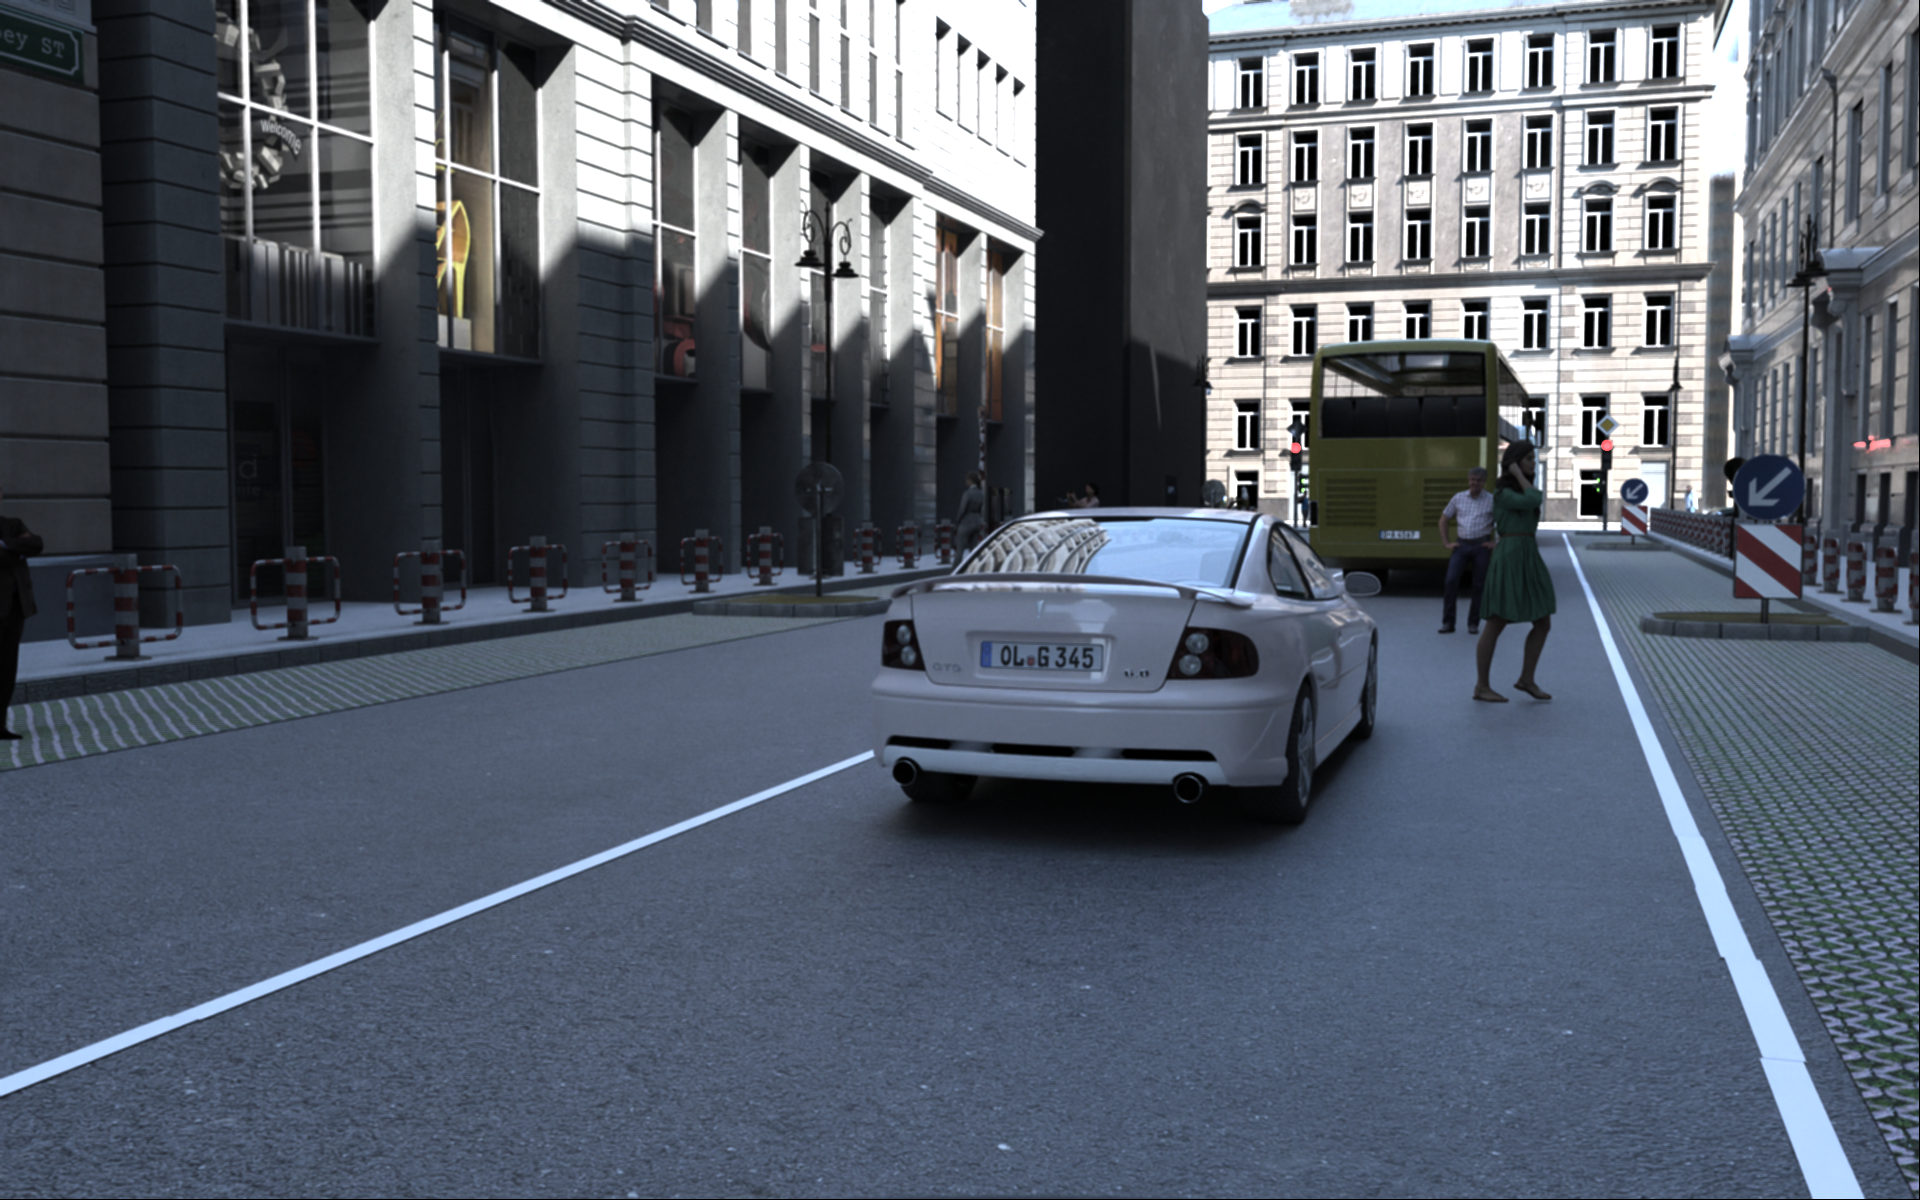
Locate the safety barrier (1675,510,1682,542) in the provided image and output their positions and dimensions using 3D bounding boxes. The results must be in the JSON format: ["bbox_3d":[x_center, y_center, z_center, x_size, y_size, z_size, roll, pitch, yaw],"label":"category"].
[{"bbox_3d":[19.308,-1.946,46.094,0.300,0.817,1.120,1,4,19],"label":"safety barrier"}]

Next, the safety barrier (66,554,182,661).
[{"bbox_3d":[-6.436,0.055,13.376,0.300,0.817,1.120,1,4,19],"label":"safety barrier"}]

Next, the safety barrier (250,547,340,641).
[{"bbox_3d":[-5.821,-0.057,15.203,0.300,0.817,1.120,1,4,19],"label":"safety barrier"}]

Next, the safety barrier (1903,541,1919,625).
[{"bbox_3d":[9.425,-0.164,16.954,0.300,0.817,1.120,1,4,19],"label":"safety barrier"}]

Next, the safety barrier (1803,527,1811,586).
[{"bbox_3d":[11.899,-0.609,24.238,0.300,0.817,1.120,1,4,19],"label":"safety barrier"}]

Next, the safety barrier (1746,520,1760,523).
[{"bbox_3d":[13.752,-0.944,29.715,0.300,0.817,1.120,1,4,19],"label":"safety barrier"}]

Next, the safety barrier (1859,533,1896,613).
[{"bbox_3d":[10.042,-0.275,18.769,0.300,0.817,1.120,1,4,19],"label":"safety barrier"}]

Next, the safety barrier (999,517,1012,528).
[{"bbox_3d":[0.983,-1.282,35.241,0.300,0.817,1.120,1,4,19],"label":"safety barrier"}]

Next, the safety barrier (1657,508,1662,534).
[{"bbox_3d":[21.790,-2.393,53.407,0.300,0.817,1.120,1,4,19],"label":"safety barrier"}]

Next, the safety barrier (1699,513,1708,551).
[{"bbox_3d":[16.839,-1.501,38.816,0.300,0.817,1.120,1,4,19],"label":"safety barrier"}]

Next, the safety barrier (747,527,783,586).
[{"bbox_3d":[-2.731,-0.614,24.308,0.300,0.817,1.120,1,4,19],"label":"safety barrier"}]

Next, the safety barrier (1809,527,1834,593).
[{"bbox_3d":[11.279,-0.498,22.417,0.300,0.817,1.120,1,4,19],"label":"safety barrier"}]

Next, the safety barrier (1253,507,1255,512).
[{"bbox_3d":[10.856,-3.063,64.358,0.300,0.817,1.120,1,4,19],"label":"safety barrier"}]

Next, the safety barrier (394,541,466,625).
[{"bbox_3d":[-5.201,-0.168,17.021,0.300,0.817,1.120,1,4,19],"label":"safety barrier"}]

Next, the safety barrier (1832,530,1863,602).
[{"bbox_3d":[10.657,-0.386,20.588,0.300,0.817,1.120,1,4,19],"label":"safety barrier"}]

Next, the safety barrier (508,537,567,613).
[{"bbox_3d":[-4.585,-0.279,18.837,0.300,0.817,1.120,1,4,19],"label":"safety barrier"}]

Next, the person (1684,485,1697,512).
[{"bbox_3d":[29.299,-3.704,69.331,0.793,1.790,0.793,-3,5,-43],"label":"person"}]

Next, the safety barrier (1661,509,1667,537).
[{"bbox_3d":[21.174,-2.282,51.586,0.300,0.817,1.120,1,4,19],"label":"safety barrier"}]

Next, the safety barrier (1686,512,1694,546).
[{"bbox_3d":[18.075,-1.723,42.453,0.300,0.817,1.120,1,4,19],"label":"safety barrier"}]

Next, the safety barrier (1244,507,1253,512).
[{"bbox_3d":[10.242,-2.952,62.542,0.300,0.817,1.120,1,4,19],"label":"safety barrier"}]

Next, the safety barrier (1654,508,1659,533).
[{"bbox_3d":[22.407,-2.505,55.228,0.300,0.817,1.120,1,4,19],"label":"safety barrier"}]

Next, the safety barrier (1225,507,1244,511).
[{"bbox_3d":[9.626,-2.840,60.712,0.300,0.817,1.120,1,4,19],"label":"safety barrier"}]

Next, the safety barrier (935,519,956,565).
[{"bbox_3d":[-0.258,-1.059,31.593,0.300,0.817,1.120,1,4,19],"label":"safety barrier"}]

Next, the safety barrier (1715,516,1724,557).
[{"bbox_3d":[15.602,-1.278,35.169,0.300,0.817,1.120,1,4,19],"label":"safety barrier"}]

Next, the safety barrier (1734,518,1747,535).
[{"bbox_3d":[14.368,-1.055,31.533,0.300,0.817,1.120,1,4,19],"label":"safety barrier"}]

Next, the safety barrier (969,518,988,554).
[{"bbox_3d":[0.360,-1.170,33.411,0.300,0.817,1.120,1,4,19],"label":"safety barrier"}]

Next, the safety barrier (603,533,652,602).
[{"bbox_3d":[-3.965,-0.391,20.668,0.300,0.817,1.120,1,4,19],"label":"safety barrier"}]

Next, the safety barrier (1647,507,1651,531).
[{"bbox_3d":[23.643,-2.728,58.873,0.300,0.817,1.120,1,4,19],"label":"safety barrier"}]

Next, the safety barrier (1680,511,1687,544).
[{"bbox_3d":[18.694,-1.835,44.274,0.300,0.817,1.120,1,4,19],"label":"safety barrier"}]

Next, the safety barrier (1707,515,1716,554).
[{"bbox_3d":[16.219,-1.389,36.984,0.300,0.817,1.120,1,4,19],"label":"safety barrier"}]

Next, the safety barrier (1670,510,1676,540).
[{"bbox_3d":[19.933,-2.058,47.922,0.300,0.817,1.120,1,4,19],"label":"safety barrier"}]

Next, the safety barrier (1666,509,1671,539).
[{"bbox_3d":[20.548,-2.169,49.741,0.300,0.817,1.120,1,4,19],"label":"safety barrier"}]

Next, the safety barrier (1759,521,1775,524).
[{"bbox_3d":[13.135,-0.832,27.884,0.300,0.817,1.120,1,4,19],"label":"safety barrier"}]

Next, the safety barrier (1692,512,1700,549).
[{"bbox_3d":[17.456,-1.612,40.639,0.300,0.817,1.120,1,4,19],"label":"safety barrier"}]

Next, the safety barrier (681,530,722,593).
[{"bbox_3d":[-3.350,-0.502,22.484,0.300,0.817,1.120,1,4,19],"label":"safety barrier"}]

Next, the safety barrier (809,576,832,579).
[{"bbox_3d":[-2.109,-0.725,26.125,0.300,0.817,1.120,1,4,19],"label":"safety barrier"}]

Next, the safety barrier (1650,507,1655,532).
[{"bbox_3d":[23.027,-2.616,57.054,0.300,0.817,1.120,1,4,19],"label":"safety barrier"}]

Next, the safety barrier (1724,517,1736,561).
[{"bbox_3d":[14.986,-1.167,33.354,0.300,0.817,1.120,1,4,19],"label":"safety barrier"}]

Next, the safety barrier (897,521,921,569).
[{"bbox_3d":[-0.876,-0.948,29.770,0.300,0.817,1.120,1,4,19],"label":"safety barrier"}]

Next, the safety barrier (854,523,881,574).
[{"bbox_3d":[-1.489,-0.837,27.954,0.300,0.817,1.120,1,4,19],"label":"safety barrier"}]
